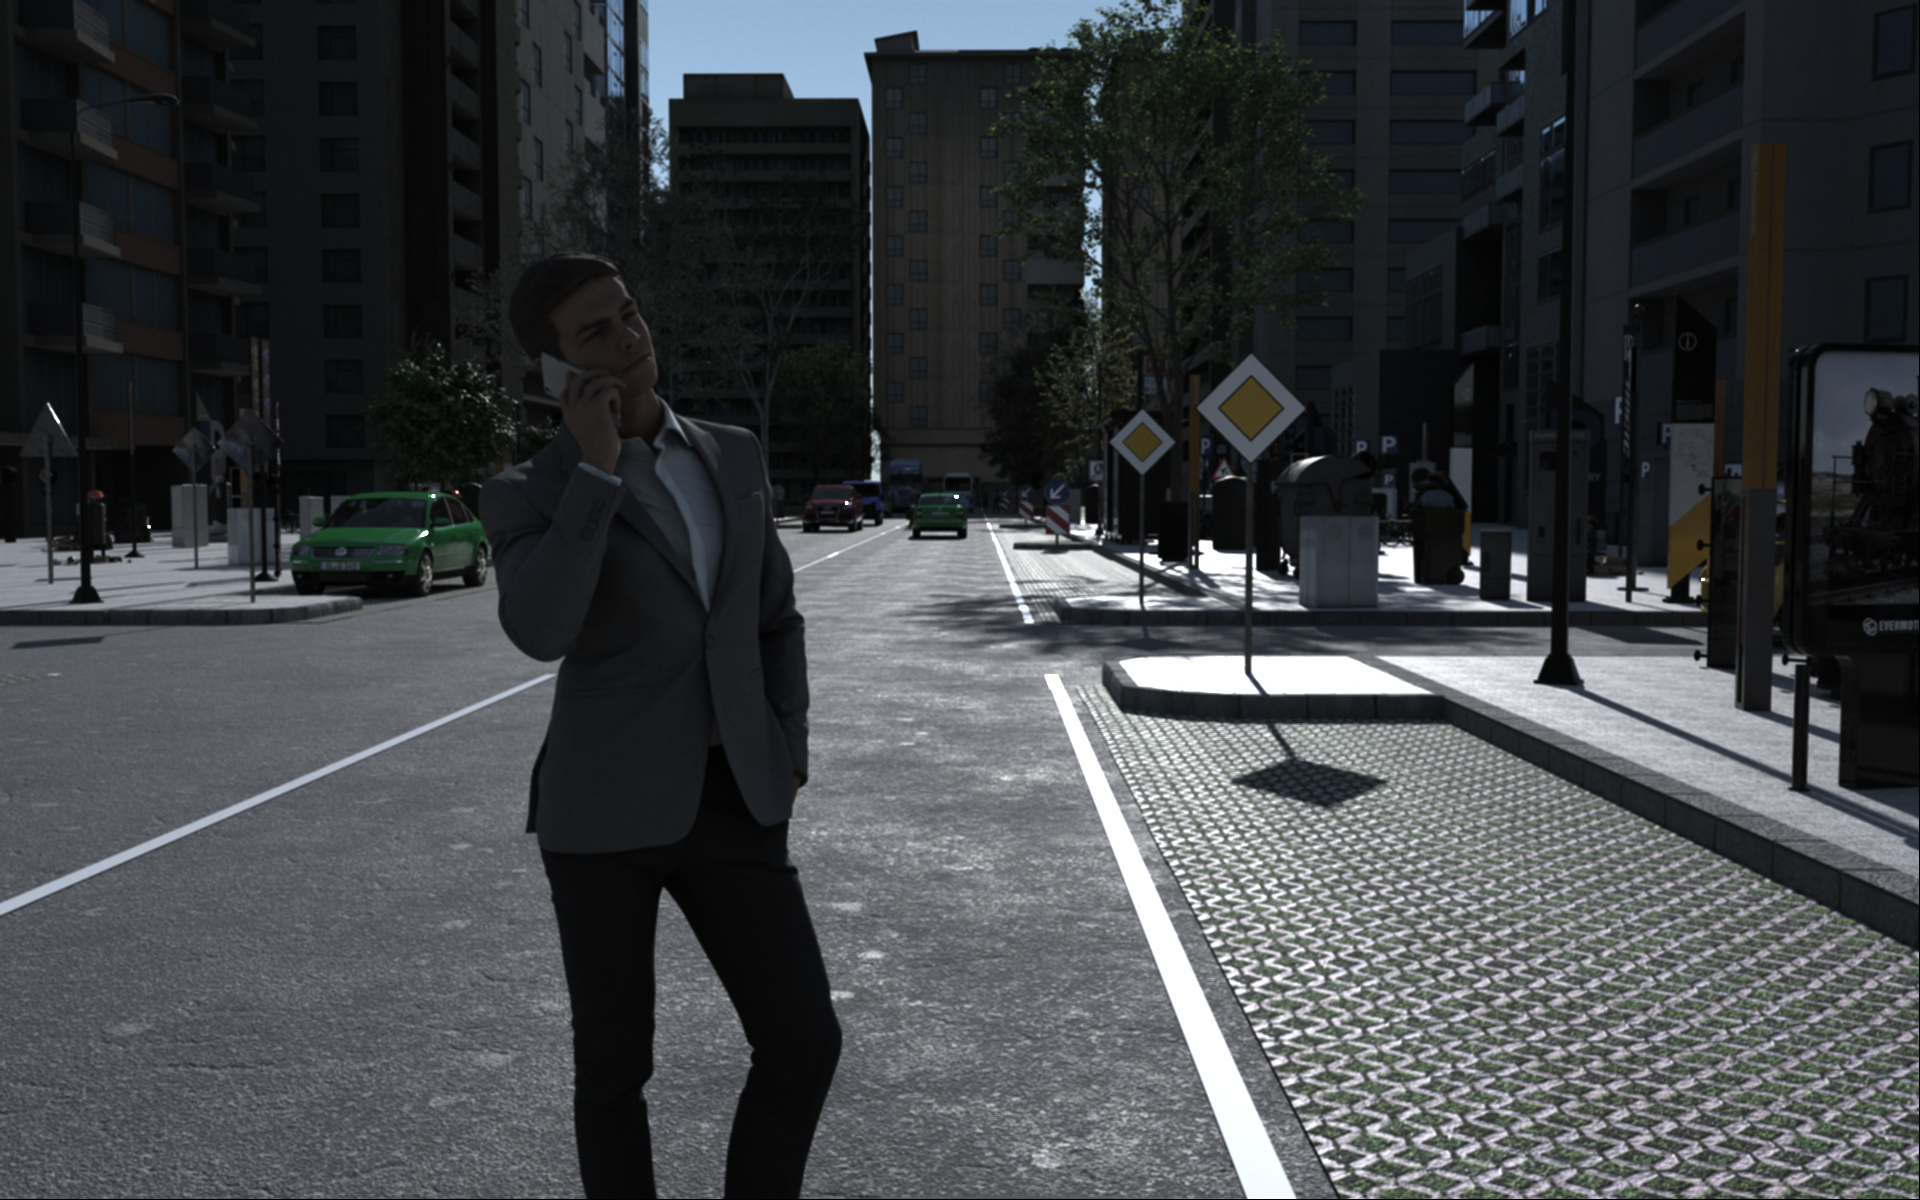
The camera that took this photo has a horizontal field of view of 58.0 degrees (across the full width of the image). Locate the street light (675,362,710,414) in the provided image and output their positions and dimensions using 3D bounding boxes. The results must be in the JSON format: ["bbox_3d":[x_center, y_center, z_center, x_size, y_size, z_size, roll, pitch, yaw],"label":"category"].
[{"bbox_3d":[-9.425,-5.407,60.943,1.470,5.913,1.316,0,4,1],"label":"street light"}]

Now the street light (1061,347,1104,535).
[{"bbox_3d":[3.888,-5.032,54.820,1.470,5.913,1.316,0,4,1],"label":"street light"}]

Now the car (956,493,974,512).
[{"bbox_3d":[0.156,-7.786,136.891,1.945,1.707,3.694,0,4,-1],"label":"car"}]

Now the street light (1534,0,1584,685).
[{"bbox_3d":[3.533,-2.390,11.617,1.470,5.913,1.316,0,4,1],"label":"street light"}]

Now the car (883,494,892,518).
[{"bbox_3d":[-5.120,-5.954,106.146,1.959,1.807,4.718,0,4,0],"label":"car"}]

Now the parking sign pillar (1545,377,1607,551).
[{"bbox_3d":[14.139,-3.139,39.787,1.447,3.967,1.447,0,4,5],"label":"parking sign pillar"}]

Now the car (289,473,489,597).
[{"bbox_3d":[-8.268,-1.014,25.383,1.959,1.807,4.718,0,3,0],"label":"car"}]

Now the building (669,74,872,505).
[{"bbox_3d":[-21.662,-35.471,203.657,21.600,48.544,21.300,0,4,1],"label":"building"}]

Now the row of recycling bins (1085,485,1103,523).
[{"bbox_3d":[7.306,-4.274,76.992,3.534,1.692,1.069,-1,4,-15],"label":"row of recycling bins"}]

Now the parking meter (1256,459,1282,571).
[{"bbox_3d":[5.174,-1.424,28.986,0.399,1.863,0.255,-3,4,-38],"label":"parking meter"}]

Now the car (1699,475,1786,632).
[{"bbox_3d":[9.279,-0.390,16.605,3.980,1.641,2.015,0,4,2],"label":"car"}]

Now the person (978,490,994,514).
[{"bbox_3d":[1.891,-7.202,126.965,1.217,1.743,0.721,1,4,13],"label":"person"}]

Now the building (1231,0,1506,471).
[{"bbox_3d":[29.678,-35.355,120.061,21.231,58.520,28.212,0,4,1],"label":"building"}]

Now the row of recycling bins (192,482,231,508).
[{"bbox_3d":[-24.118,-2.981,55.848,1.069,1.692,3.534,-1,4,-11],"label":"row of recycling bins"}]

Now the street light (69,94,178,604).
[{"bbox_3d":[-9.773,-2.919,20.260,1.470,5.913,1.316,0,4,1],"label":"street light"}]

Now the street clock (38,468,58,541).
[{"bbox_3d":[-24.926,-2.618,47.379,0.471,2.002,0.358,-2,4,-30],"label":"street clock"}]

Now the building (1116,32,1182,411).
[{"bbox_3d":[30.795,-37.767,206.736,27.495,52.752,28.713,0,4,1],"label":"building"}]

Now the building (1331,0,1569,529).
[{"bbox_3d":[29.797,-46.308,69.808,22.319,86.520,31.000,0,4,1],"label":"building"}]

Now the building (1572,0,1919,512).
[{"bbox_3d":[63.950,-36.886,145.080,28.212,58.520,21.231,0,4,1],"label":"building"}]

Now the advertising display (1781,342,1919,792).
[{"bbox_3d":[4.045,-0.142,7.539,0.974,1.923,0.123,-1,4,-13],"label":"advertising display"}]

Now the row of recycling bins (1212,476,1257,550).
[{"bbox_3d":[6.584,-2.099,41.432,1.069,1.692,3.534,1,4,14],"label":"row of recycling bins"}]

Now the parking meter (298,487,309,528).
[{"bbox_3d":[-24.502,-3.441,64.670,0.372,1.533,0.369,0,3,0],"label":"parking meter"}]

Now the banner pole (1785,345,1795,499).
[{"bbox_3d":[13.913,-2.382,28.968,0.401,3.779,0.863,1,4,11],"label":"banner pole"}]

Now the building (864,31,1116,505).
[{"bbox_3d":[3.297,-37.751,206.469,27.495,52.752,28.713,0,4,1],"label":"building"}]

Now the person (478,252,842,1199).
[{"bbox_3d":[-0.455,0.360,2.788,0.592,1.802,0.473,-1,4,-20],"label":"person"}]

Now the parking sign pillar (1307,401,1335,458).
[{"bbox_3d":[10.536,-3.795,50.520,1.447,3.967,1.447,2,4,31],"label":"parking sign pillar"}]

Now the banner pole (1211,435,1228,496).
[{"bbox_3d":[10.901,-5.090,73.234,0.863,3.779,0.401,1,4,15],"label":"banner pole"}]

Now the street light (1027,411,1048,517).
[{"bbox_3d":[4.234,-7.515,95.406,1.470,5.913,1.316,0,4,1],"label":"street light"}]

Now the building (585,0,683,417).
[{"bbox_3d":[-38.890,-50.915,145.128,31.000,86.520,22.319,0,4,1],"label":"building"}]

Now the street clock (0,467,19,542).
[{"bbox_3d":[-25.205,-2.529,45.914,0.471,2.002,0.358,1,4,14],"label":"street clock"}]

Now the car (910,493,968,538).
[{"bbox_3d":[-0.690,-2.990,57.681,1.959,1.807,4.718,0,4,-1],"label":"car"}]

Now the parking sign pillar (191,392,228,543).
[{"bbox_3d":[-20.059,-3.536,46.294,1.447,3.967,1.447,0,4,-4],"label":"parking sign pillar"}]

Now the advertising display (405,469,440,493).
[{"bbox_3d":[-12.444,-2.144,40.270,0.123,1.923,0.974,3,4,36],"label":"advertising display"}]

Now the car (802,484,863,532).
[{"bbox_3d":[-4.896,-3.577,67.161,2.281,1.827,5.304,0,4,1],"label":"car"}]

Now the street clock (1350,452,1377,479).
[{"bbox_3d":[6.912,-1.546,29.843,0.471,2.002,0.358,0,4,-2],"label":"street clock"}]

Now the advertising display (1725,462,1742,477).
[{"bbox_3d":[15.286,-1.804,34.714,0.974,1.923,0.123,3,5,40],"label":"advertising display"}]

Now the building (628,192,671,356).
[{"bbox_3d":[-44.421,-31.681,209.863,23.993,40.220,32.217,0,4,1],"label":"building"}]

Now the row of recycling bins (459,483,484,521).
[{"bbox_3d":[-17.455,-3.537,64.940,1.069,1.692,3.534,2,4,25],"label":"row of recycling bins"}]

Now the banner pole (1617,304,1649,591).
[{"bbox_3d":[8.826,-2.005,22.800,0.401,3.779,0.863,3,4,39],"label":"banner pole"}]

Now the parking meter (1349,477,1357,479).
[{"bbox_3d":[6.139,-1.348,27.753,0.399,1.863,0.255,-2,4,-24],"label":"parking meter"}]

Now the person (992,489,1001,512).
[{"bbox_3d":[2.864,-7.879,137.192,0.709,1.838,0.599,0,4,3],"label":"person"}]

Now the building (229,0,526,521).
[{"bbox_3d":[-30.524,-19.236,86.209,14.160,30.474,14.107,0,4,1],"label":"building"}]

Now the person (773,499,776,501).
[{"bbox_3d":[-18.780,-10.189,175.811,0.721,1.743,1.217,-2,4,-32],"label":"person"}]

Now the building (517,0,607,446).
[{"bbox_3d":[-37.924,-31.773,108.730,28.713,52.752,27.495,0,4,1],"label":"building"}]

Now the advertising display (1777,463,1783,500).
[{"bbox_3d":[16.685,-1.871,35.797,0.974,1.923,0.123,2,4,25],"label":"advertising display"}]

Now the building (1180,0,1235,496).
[{"bbox_3d":[30.477,-31.940,145.913,21.300,48.544,21.600,0,4,1],"label":"building"}]

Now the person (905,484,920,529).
[{"bbox_3d":[-1.907,-3.863,71.622,0.822,1.834,0.622,-1,4,-20],"label":"person"}]

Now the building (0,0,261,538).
[{"bbox_3d":[-37.101,-24.573,56.400,22.147,44.769,28.867,0,4,1],"label":"building"}]
